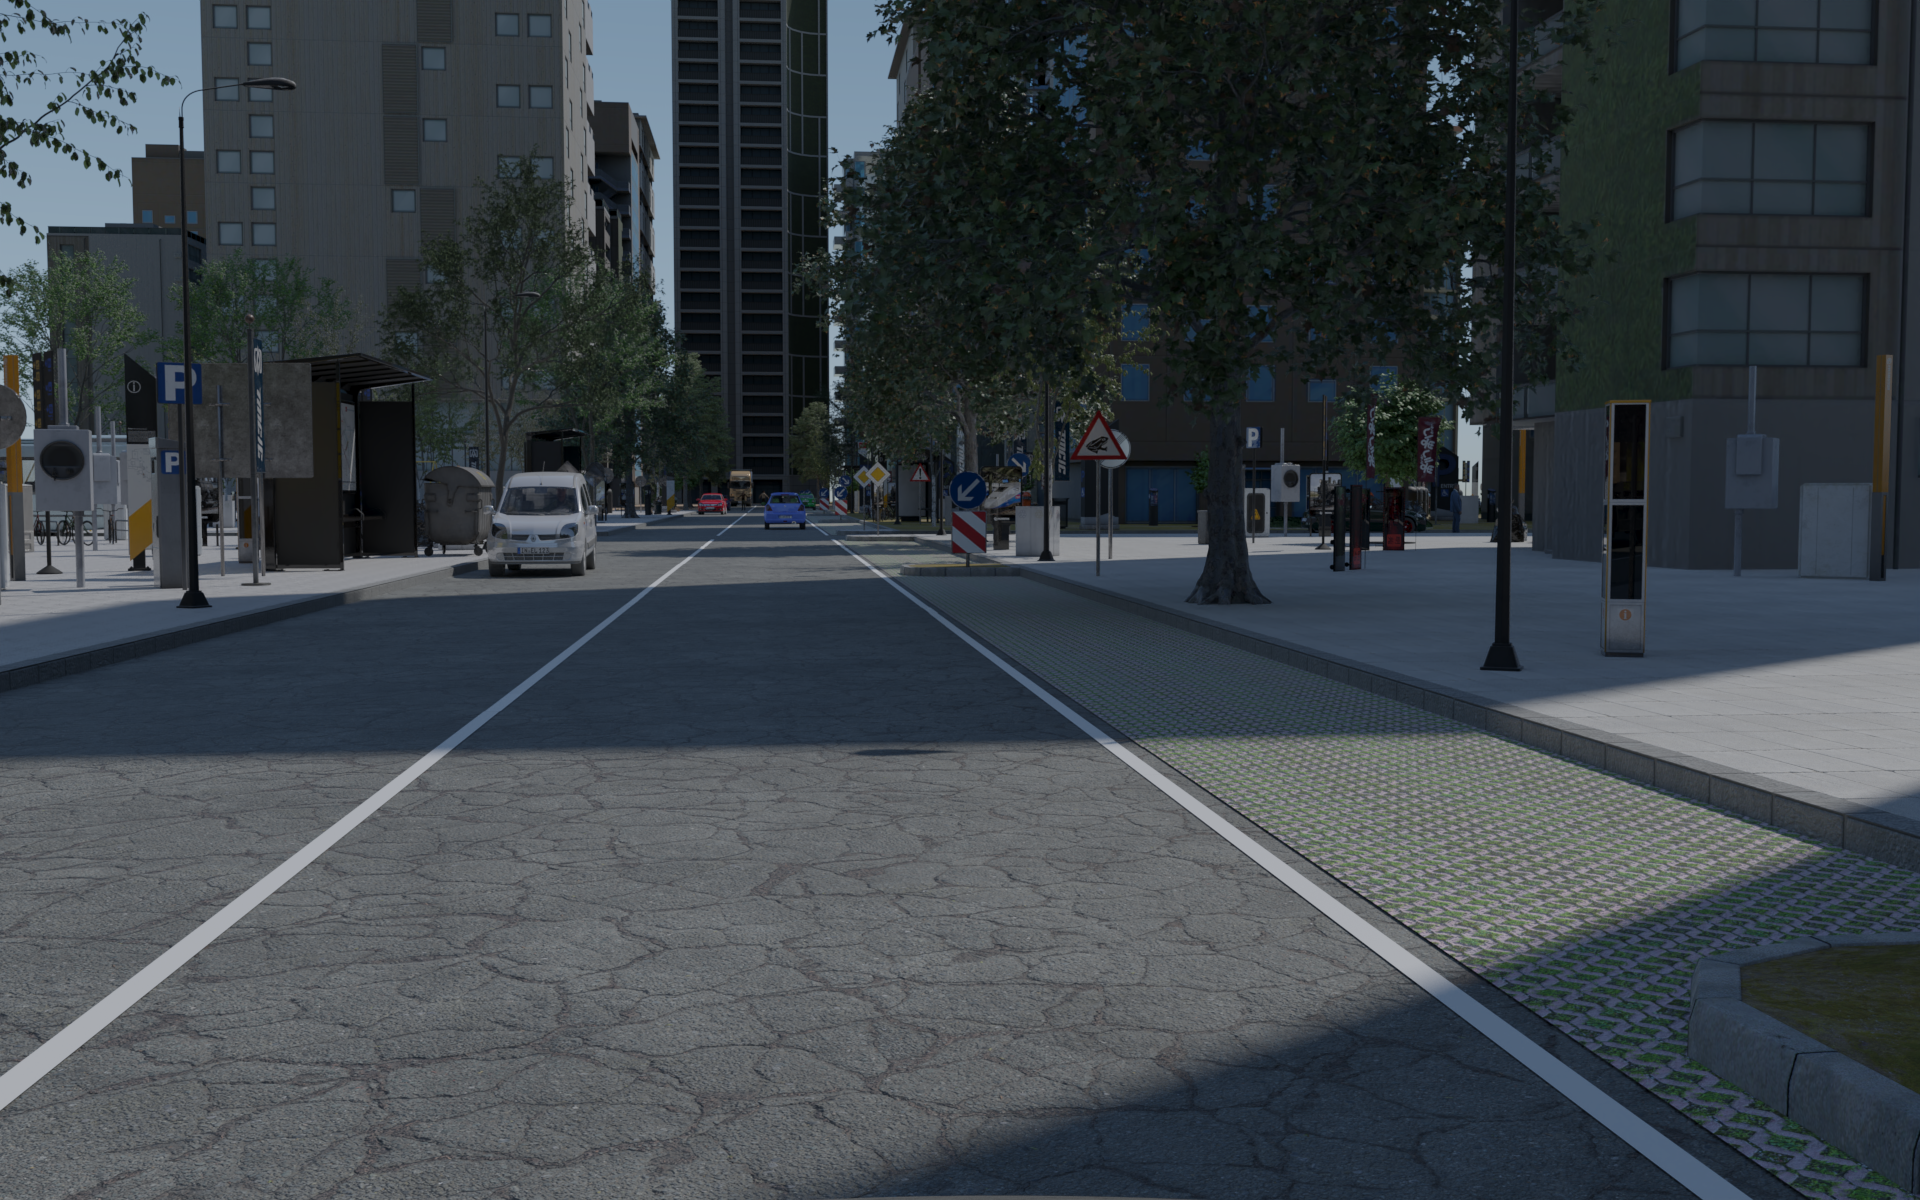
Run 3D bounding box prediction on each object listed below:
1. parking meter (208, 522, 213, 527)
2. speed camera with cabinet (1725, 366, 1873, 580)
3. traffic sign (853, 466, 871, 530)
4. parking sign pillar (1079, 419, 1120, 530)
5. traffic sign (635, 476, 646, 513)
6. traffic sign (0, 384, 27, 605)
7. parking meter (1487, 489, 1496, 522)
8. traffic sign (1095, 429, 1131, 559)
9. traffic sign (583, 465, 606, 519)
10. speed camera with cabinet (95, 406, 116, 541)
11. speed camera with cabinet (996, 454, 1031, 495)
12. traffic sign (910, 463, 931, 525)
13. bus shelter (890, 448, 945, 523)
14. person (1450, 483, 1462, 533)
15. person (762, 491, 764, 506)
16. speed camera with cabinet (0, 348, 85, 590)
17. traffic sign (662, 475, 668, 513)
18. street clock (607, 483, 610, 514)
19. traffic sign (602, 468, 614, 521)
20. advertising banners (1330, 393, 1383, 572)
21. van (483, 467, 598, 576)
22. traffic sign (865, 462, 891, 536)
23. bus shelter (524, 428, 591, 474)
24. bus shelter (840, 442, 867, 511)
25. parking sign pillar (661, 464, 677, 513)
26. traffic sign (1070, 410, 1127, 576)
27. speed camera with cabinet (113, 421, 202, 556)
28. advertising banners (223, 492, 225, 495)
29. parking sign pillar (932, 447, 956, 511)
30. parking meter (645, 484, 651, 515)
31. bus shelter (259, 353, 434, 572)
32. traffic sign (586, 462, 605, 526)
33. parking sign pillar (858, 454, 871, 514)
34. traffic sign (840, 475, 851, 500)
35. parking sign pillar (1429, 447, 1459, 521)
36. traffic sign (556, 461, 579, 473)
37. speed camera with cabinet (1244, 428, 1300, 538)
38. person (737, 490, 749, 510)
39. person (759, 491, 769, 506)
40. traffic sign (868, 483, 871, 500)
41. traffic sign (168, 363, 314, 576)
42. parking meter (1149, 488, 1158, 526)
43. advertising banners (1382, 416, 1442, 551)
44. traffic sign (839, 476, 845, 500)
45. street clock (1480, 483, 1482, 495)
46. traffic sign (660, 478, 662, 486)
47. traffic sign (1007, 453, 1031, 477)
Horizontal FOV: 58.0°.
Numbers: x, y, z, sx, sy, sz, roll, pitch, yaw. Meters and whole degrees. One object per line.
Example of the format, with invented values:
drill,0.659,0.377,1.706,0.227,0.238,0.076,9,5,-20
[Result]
parking meter,-29.026,-3.602,67.308,0.372,1.533,0.369,0,3,0
speed camera with cabinet,12.913,-1.973,26.596,2.038,3.252,0.660,2,4,34
traffic sign,-3.397,-3.529,61.342,0.795,2.450,0.064,0,4,-6
parking sign pillar,5.018,-4.509,62.196,1.447,3.967,1.447,-1,4,-16
traffic sign,-22.110,-7.330,119.949,0.768,2.556,0.104,0,4,-5
traffic sign,-11.107,-1.211,19.905,0.768,2.556,0.104,0,4,-2
parking meter,24.138,-4.298,78.679,0.372,1.533,0.369,0,3,0
traffic sign,2.969,-2.081,34.125,0.768,2.556,0.104,0,4,1
traffic sign,-12.739,-3.468,60.349,0.795,2.450,0.064,0,4,-6
speed camera with cabinet,-19.092,-2.779,39.773,0.660,3.252,2.038,3,5,44
speed camera with cabinet,2.475,-5.614,86.129,2.038,3.252,0.660,-1,4,-13
traffic sign,-1.667,-4.450,72.754,0.884,2.594,0.081,0,4,2
bus shelter,-1.950,-5.156,78.231,2.014,3.302,5.546,0,4,-6
person,16.814,-3.058,58.672,0.419,1.800,0.721,0,4,1
person,-24.052,-12.453,212.066,0.705,1.831,1.348,-1,4,-15
speed camera with cabinet,-12.766,-1.765,23.186,2.038,3.252,0.660,-1,4,-23
traffic sign,-19.544,-7.072,115.725,0.768,2.556,0.104,0,4,-5
street clock,-22.579,-6.483,110.564,0.471,2.002,0.358,-1,4,-19
traffic sign,-17.025,-5.086,83.263,0.768,2.556,0.104,0,4,-5
advertising banners,6.692,-2.024,29.286,0.090,3.025,2.074,2,4,33
van,-7.567,-1.499,31.526,2.013,2.044,4.112,0,4,-8
traffic sign,-2.532,-3.044,53.404,0.795,2.450,0.064,0,4,-6
bus shelter,-14.878,-4.466,64.296,1.731,3.624,6.357,0,4,-6
bus shelter,-7.900,-9.340,130.344,2.179,5.291,8.768,0,4,-6
parking sign pillar,-20.238,-7.990,119.104,1.447,3.967,1.447,0,4,-4
traffic sign,2.155,-1.650,26.976,0.884,2.594,0.081,0,4,3
speed camera with cabinet,-16.717,-2.560,36.199,2.038,3.252,0.660,2,4,33
advertising banners,-49.840,-7.308,115.673,0.090,3.025,2.074,1,4,18
parking sign pillar,-0.920,-6.772,99.195,1.447,3.967,1.447,-1,4,-15
parking meter,-18.912,-6.069,104.932,0.255,1.863,0.399,1,4,17
bus shelter,-11.120,-2.478,31.797,1.731,3.624,6.357,0,4,-6
traffic sign,-14.530,-4.214,69.006,0.768,2.556,0.104,0,3,0
parking sign pillar,-6.013,-7.723,114.741,1.447,3.967,1.447,0,4,3
traffic sign,-7.740,-7.177,117.442,0.768,2.556,0.104,0,4,-1
parking sign pillar,23.399,-5.819,83.609,1.447,3.967,1.447,1,4,13
traffic sign,-11.874,-2.983,52.410,0.795,2.450,0.064,0,4,-6
speed camera with cabinet,9.125,-3.500,51.557,2.038,3.252,0.660,-2,4,-25
person,-19.032,-8.736,151.851,1.217,1.766,0.721,2,4,24
person,-23.376,-12.089,206.171,1.348,1.823,0.705,1,4,22
traffic sign,-5.733,-6.823,111.654,0.768,2.556,0.104,0,4,1
traffic sign,-11.189,-2.022,26.938,2.265,3.308,0.079,0,4,2
parking meter,7.833,-3.774,70.112,0.372,1.533,0.369,0,3,0
advertising banners,9.814,-2.633,39.237,2.074,3.025,0.090,1,4,13
traffic sign,-7.938,-7.269,118.955,0.768,2.556,0.104,0,4,0
street clock,35.672,-6.953,118.257,0.358,2.002,0.471,0,4,3
traffic sign,-21.851,-7.831,128.148,0.768,2.556,0.104,0,4,-3
traffic sign,1.824,-3.272,53.611,0.768,2.556,0.104,0,4,0
